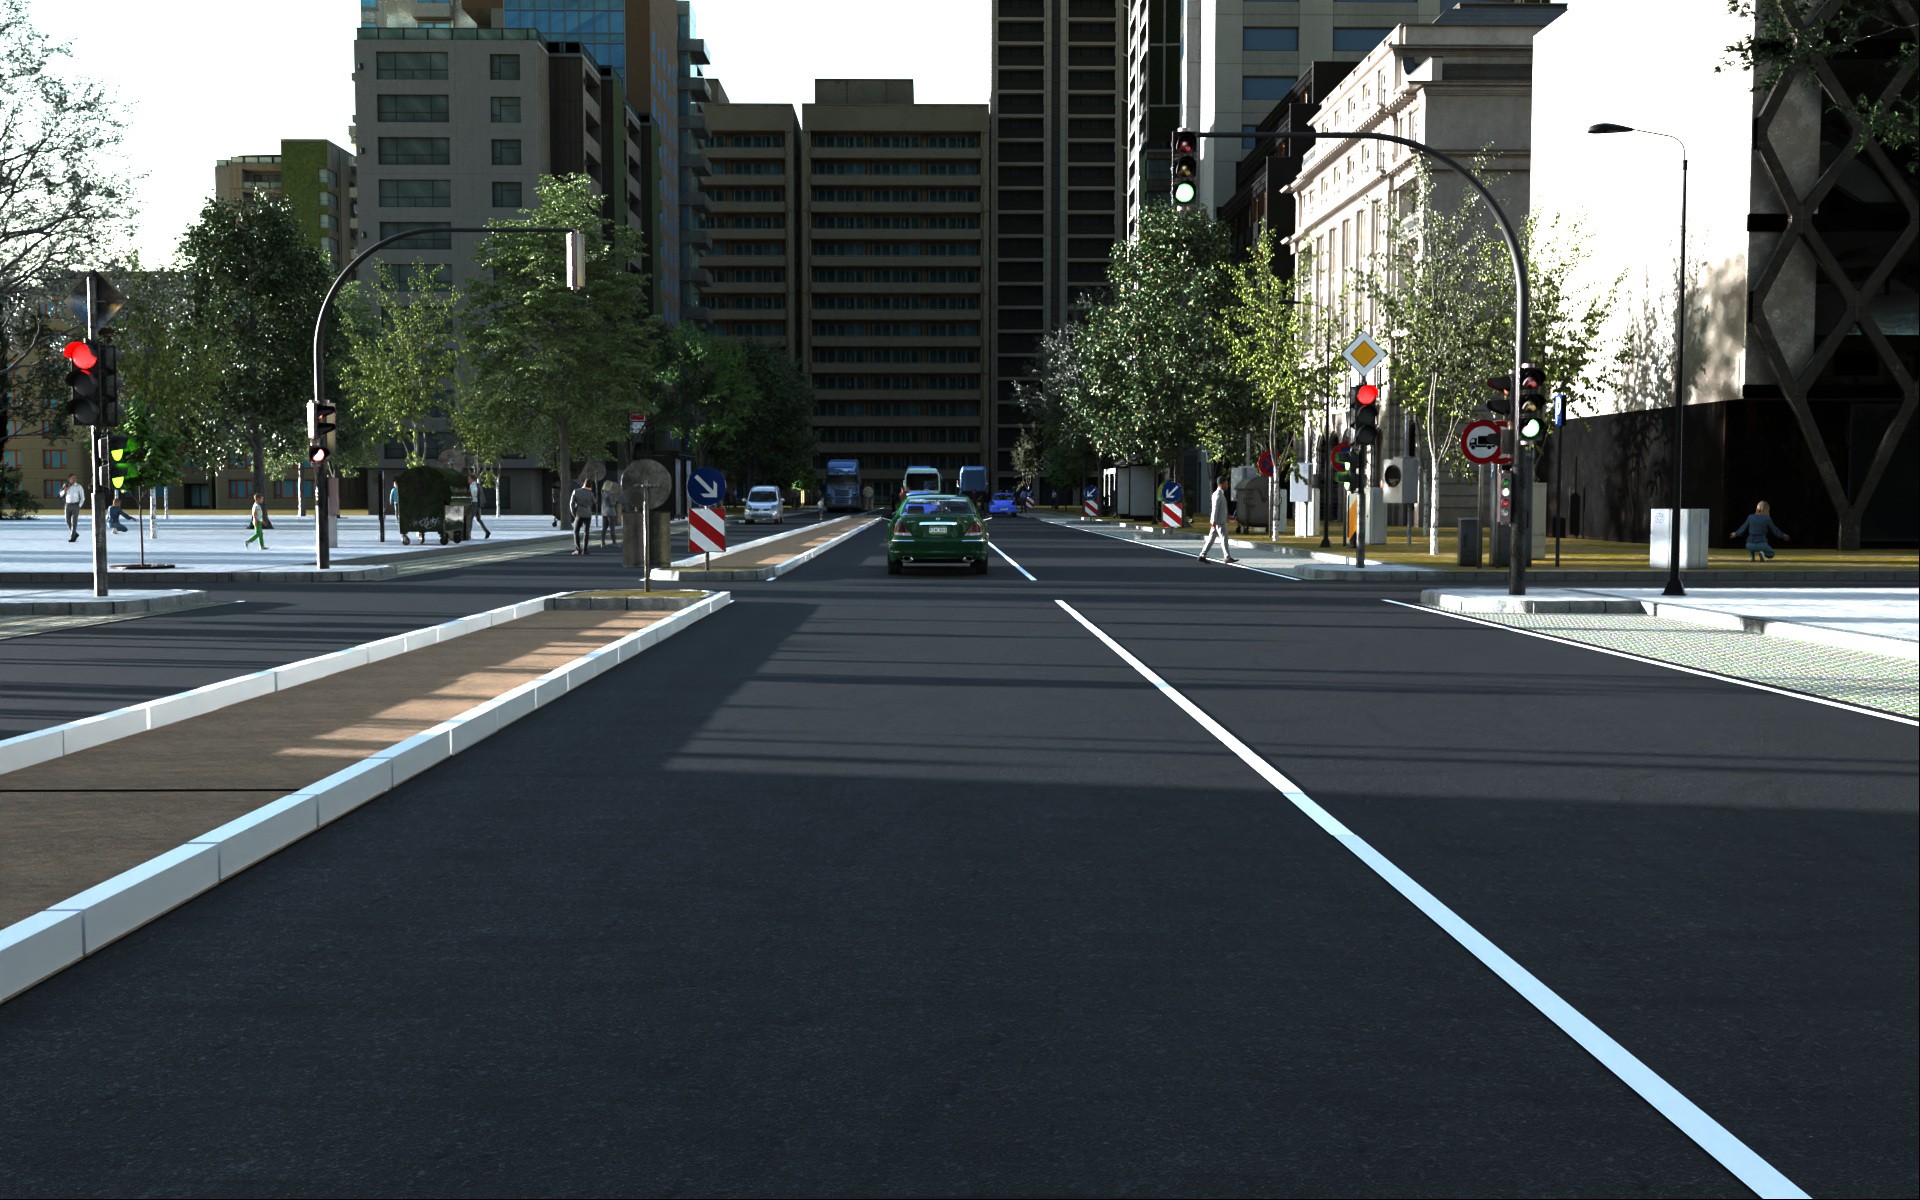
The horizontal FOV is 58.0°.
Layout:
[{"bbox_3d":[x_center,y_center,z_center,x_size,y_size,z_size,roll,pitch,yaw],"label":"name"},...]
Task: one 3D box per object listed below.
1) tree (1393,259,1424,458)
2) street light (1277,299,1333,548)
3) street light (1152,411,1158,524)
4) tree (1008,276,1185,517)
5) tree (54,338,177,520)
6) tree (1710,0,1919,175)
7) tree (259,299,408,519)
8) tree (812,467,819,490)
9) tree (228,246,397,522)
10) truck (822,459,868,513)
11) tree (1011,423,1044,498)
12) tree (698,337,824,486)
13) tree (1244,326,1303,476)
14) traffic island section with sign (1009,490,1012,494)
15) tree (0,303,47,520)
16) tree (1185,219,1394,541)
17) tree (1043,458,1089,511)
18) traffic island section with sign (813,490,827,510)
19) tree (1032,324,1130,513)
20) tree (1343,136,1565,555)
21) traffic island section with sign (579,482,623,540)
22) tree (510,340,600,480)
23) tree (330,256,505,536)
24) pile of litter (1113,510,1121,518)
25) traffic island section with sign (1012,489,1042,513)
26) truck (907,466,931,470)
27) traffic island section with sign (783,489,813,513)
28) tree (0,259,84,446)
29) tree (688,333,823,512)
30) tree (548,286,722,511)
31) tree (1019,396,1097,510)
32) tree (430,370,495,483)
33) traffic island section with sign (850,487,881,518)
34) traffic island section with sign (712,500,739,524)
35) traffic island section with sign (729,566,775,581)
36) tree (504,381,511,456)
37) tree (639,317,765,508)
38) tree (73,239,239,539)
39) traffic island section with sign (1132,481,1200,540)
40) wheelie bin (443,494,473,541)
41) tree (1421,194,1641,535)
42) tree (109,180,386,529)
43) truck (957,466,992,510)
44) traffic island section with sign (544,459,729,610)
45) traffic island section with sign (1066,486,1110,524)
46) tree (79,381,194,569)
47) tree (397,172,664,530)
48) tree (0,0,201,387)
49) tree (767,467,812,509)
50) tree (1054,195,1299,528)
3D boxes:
[{"bbox_3d":[14.534,-6.301,53.377,4.737,8.622,4.395,0,3,0],"label":"tree"},{"bbox_3d":[8.261,-4.217,41.493,1.470,5.913,1.316,0,4,-1],"label":"street light"},{"bbox_3d":[7.723,-6.158,73.229,1.470,5.913,1.316,0,4,-1],"label":"street light"},{"bbox_3d":[7.879,-11.428,97.213,12.009,13.543,11.850,0,3,0],"label":"tree"},{"bbox_3d":[-38.245,-7.797,77.841,4.360,8.622,3.978,0,3,0],"label":"tree"},{"bbox_3d":[9.806,-4.767,12.347,8.767,10.594,7.601,2,4,29],"label":"tree"},{"bbox_3d":[-32.965,-10.092,90.764,9.928,11.665,9.643,0,3,0],"label":"tree"},{"bbox_3d":[-15.542,-11.496,171.672,4.285,4.588,4.351,0,3,0],"label":"tree"},{"bbox_3d":[-30.139,-9.897,79.949,7.486,12.596,7.792,0,3,0],"label":"tree"},{"bbox_3d":[-9.017,-9.207,140.297,2.967,4.110,18.799,0,4,0],"label":"truck"},{"bbox_3d":[6.789,-13.520,171.417,4.360,8.622,3.978,0,3,0],"label":"tree"},{"bbox_3d":[-15.792,-14.174,138.392,9.857,13.997,8.962,0,3,0],"label":"tree"},{"bbox_3d":[12.928,-7.650,75.448,4.360,8.622,3.978,0,3,0],"label":"tree"},{"bbox_3d":[4.683,-9.184,158.782,1.989,1.847,2.006,0,4,-1],"label":"traffic island section with sign"},{"bbox_3d":[-54.998,-11.374,87.778,18.604,14.587,13.155,0,4,-5],"label":"tree"},{"bbox_3d":[8.877,-5.917,47.101,4.737,8.622,4.395,0,3,0],"label":"tree"},{"bbox_3d":[7.922,-8.845,128.325,4.285,4.588,4.351,0,3,0],"label":"tree"},{"bbox_3d":[-12.939,-9.178,158.695,1.989,1.847,2.006,0,4,-1],"label":"traffic island section with sign"},{"bbox_3d":[8.497,-12.039,114.956,7.486,12.596,7.792,0,3,0],"label":"tree"},{"bbox_3d":[10.262,-5.256,36.305,4.360,8.622,3.978,0,3,0],"label":"tree"},{"bbox_3d":[-11.084,-2.836,55.002,1.989,1.847,2.006,0,4,-1],"label":"traffic island section with sign"},{"bbox_3d":[-18.951,-8.133,83.344,4.737,8.622,4.395,0,3,0],"label":"tree"},{"bbox_3d":[-16.790,-6.267,52.821,4.737,8.622,4.395,0,3,0],"label":"tree"},{"bbox_3d":[8.770,-4.793,92.326,1.176,0.858,1.719,3,4,37],"label":"pile of litter"},{"bbox_3d":[5.168,-7.535,131.831,1.989,1.847,2.006,0,4,-1],"label":"traffic island section with sign"},{"bbox_3d":[-3.652,-10.401,159.818,2.967,4.110,18.799,0,4,-2],"label":"truck"},{"bbox_3d":[-12.451,-7.530,131.745,1.989,1.847,2.006,0,4,-1],"label":"traffic island section with sign"},{"bbox_3d":[-38.069,-8.170,67.998,7.601,10.594,8.767,0,4,-7],"label":"tree"},{"bbox_3d":[-15.004,-12.632,123.534,9.611,12.733,9.660,0,3,0],"label":"tree"},{"bbox_3d":[-14.341,-8.656,75.940,8.767,10.594,7.601,0,4,7],"label":"tree"},{"bbox_3d":[8.311,-12.755,142.955,7.601,10.594,8.767,1,4,21],"label":"tree"},{"bbox_3d":[-28.737,-9.261,101.774,4.360,8.622,3.978,0,3,0],"label":"tree"},{"bbox_3d":[-5.580,-5.905,104.681,2.006,1.907,1.989,0,4,-1],"label":"traffic island section with sign"},{"bbox_3d":[-11.580,-4.518,82.498,1.989,1.847,2.006,0,4,-1],"label":"traffic island section with sign"},{"bbox_3d":[-4.233,-1.310,29.554,2.006,1.907,1.989,0,4,-1],"label":"traffic island section with sign"},{"bbox_3d":[-24.566,-8.491,89.182,4.737,8.622,4.395,0,3,0],"label":"tree"},{"bbox_3d":[-15.584,-10.863,103.369,9.928,11.665,9.643,0,3,0],"label":"tree"},{"bbox_3d":[-22.982,-6.075,49.694,4.737,8.622,4.395,0,3,0],"label":"tree"},{"bbox_3d":[6.532,-2.844,55.129,1.989,1.847,2.006,0,4,-1],"label":"traffic island section with sign"},{"bbox_3d":[-13.868,-2.440,47.797,0.693,1.594,0.980,2,4,35],"label":"wheelie bin"},{"bbox_3d":[14.672,-5.704,43.615,4.737,8.622,4.395,0,3,0],"label":"tree"},{"bbox_3d":[-25.989,-8.982,63.867,9.611,12.733,9.660,0,3,0],"label":"tree"},{"bbox_3d":[1.607,-10.497,161.376,2.967,4.110,18.799,0,4,-3],"label":"truck"},{"bbox_3d":[-4.111,-0.857,22.148,2.006,1.907,1.989,0,4,-1],"label":"traffic island section with sign"},{"bbox_3d":[6.048,-4.500,82.203,1.989,1.847,2.006,0,4,-1],"label":"traffic island section with sign"},{"bbox_3d":[-14.049,-2.150,29.761,1.663,3.219,1.824,0,3,0],"label":"tree"},{"bbox_3d":[-14.175,-8.758,61.316,7.486,12.596,7.792,0,3,0],"label":"tree"},{"bbox_3d":[-22.658,-7.803,37.950,12.009,13.543,11.850,0,3,0],"label":"tree"},{"bbox_3d":[-15.858,-10.260,151.464,4.285,4.588,4.351,0,3,0],"label":"tree"},{"bbox_3d":[8.300,-9.121,66.132,9.611,12.733,9.660,0,3,0],"label":"tree"}]
